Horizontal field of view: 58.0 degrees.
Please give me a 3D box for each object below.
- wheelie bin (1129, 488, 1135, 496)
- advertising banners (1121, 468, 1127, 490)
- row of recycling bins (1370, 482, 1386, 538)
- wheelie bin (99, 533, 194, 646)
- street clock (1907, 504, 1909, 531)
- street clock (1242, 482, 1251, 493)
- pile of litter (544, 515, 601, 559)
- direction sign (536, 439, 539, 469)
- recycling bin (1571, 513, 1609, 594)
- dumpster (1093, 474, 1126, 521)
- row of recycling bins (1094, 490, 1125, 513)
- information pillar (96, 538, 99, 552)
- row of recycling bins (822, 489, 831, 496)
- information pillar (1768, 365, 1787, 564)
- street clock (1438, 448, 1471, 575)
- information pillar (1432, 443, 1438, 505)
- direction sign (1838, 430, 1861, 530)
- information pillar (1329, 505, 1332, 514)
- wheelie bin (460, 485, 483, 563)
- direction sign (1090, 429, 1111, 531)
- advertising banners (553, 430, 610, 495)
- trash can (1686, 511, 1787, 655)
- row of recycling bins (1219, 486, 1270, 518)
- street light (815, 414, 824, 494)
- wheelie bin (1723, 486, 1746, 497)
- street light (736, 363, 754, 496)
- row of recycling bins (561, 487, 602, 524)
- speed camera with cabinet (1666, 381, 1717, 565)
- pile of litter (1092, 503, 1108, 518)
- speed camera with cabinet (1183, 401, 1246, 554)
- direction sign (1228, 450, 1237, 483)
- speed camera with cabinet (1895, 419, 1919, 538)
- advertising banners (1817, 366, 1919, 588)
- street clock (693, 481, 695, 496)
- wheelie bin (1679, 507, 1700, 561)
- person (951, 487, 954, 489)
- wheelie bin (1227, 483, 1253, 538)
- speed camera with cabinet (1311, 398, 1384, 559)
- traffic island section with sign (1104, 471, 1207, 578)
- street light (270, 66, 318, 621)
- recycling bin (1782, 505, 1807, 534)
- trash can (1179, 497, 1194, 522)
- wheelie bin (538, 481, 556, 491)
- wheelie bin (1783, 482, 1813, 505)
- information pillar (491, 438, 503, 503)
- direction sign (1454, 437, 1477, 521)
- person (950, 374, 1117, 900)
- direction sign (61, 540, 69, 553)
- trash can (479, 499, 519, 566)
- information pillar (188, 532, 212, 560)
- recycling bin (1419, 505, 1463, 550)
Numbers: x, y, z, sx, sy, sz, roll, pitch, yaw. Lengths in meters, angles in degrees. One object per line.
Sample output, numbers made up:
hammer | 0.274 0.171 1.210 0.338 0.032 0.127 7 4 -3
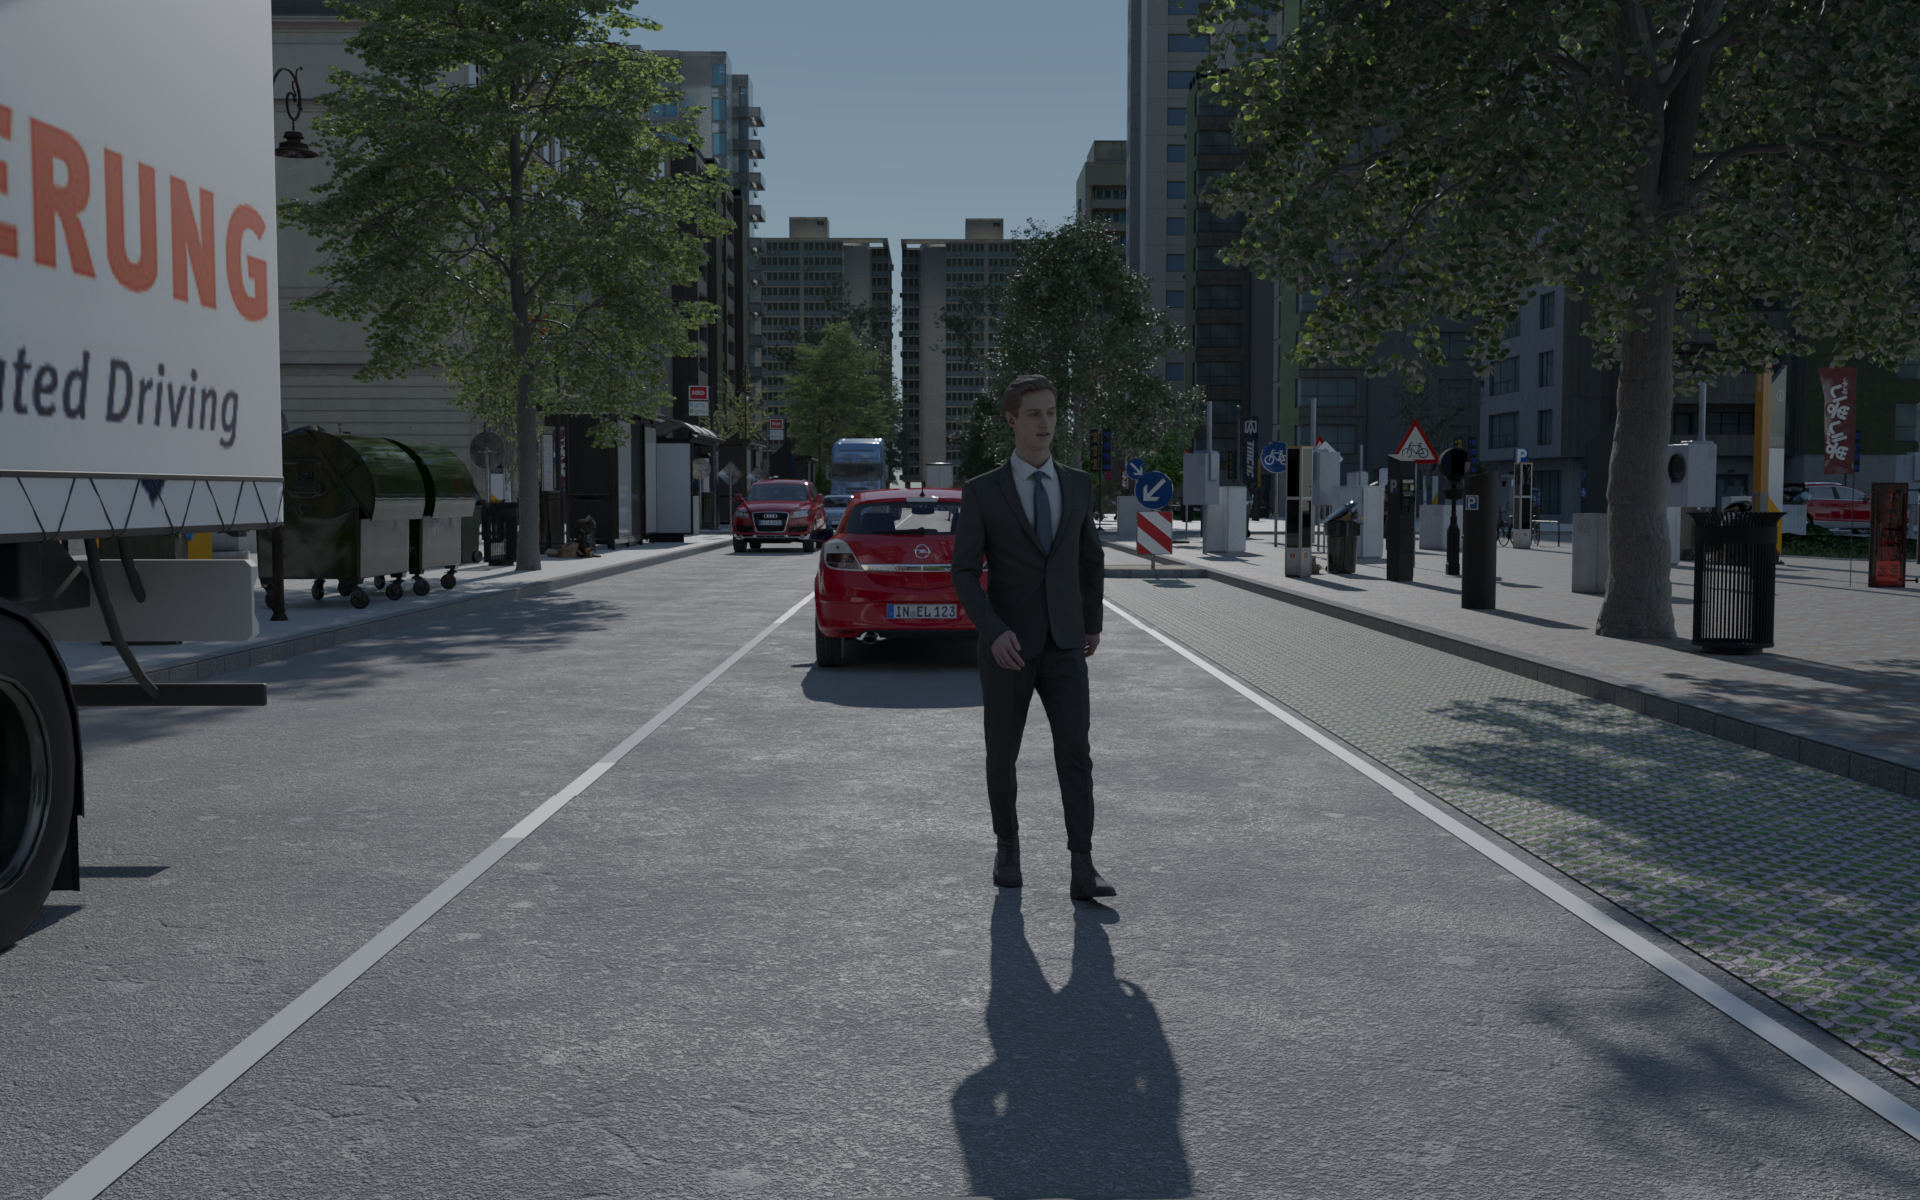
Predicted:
wheelie bin | 9.264 -5.167 92.388 0.980 1.594 0.693 2 4 34
advertising banners | 10.094 -7.207 114.029 2.074 3.025 0.090 -1 4 -10
row of recycling bins | 12.846 -2.772 52.439 1.069 1.692 3.534 1 4 12
wheelie bin | -7.027 -0.425 14.863 0.980 1.594 0.693 -1 4 -14
street clock | 33.161 -3.425 60.567 0.471 2.002 0.358 -1 4 -15
street clock | 13.382 -4.666 80.857 0.358 2.002 0.471 -1 4 -18
pile of litter | -7.858 -1.299 35.198 1.176 0.858 1.719 0 4 -3
direction sign | -17.644 -4.905 72.197 0.379 3.537 0.876 -1 4 -22
recycling bin | 8.443 -0.609 22.516 0.722 1.027 0.722 3 5 44
dumpster | 7.155 -4.959 83.578 1.502 2.255 1.985 0 4 -1
row of recycling bins | 9.613 -6.684 116.396 3.534 1.692 1.069 -2 4 -31
information pillar | -17.218 -2.653 34.730 0.183 3.616 0.504 2 4 24
row of recycling bins | -9.446 -6.807 118.409 3.534 1.692 1.069 3 5 45
information pillar | 14.805 -2.455 31.501 0.504 3.616 0.183 -2 4 -29
street clock | 7.807 -1.395 27.384 0.471 2.002 0.358 0 4 3
information pillar | 21.873 -5.406 79.736 0.183 3.616 0.504 0 4 -6
direction sign | 31.539 -4.262 61.684 0.876 3.537 0.379 1 4 13
information pillar | 14.378 -3.799 66.598 0.304 2.012 0.304 1 4 19
wheelie bin | -9.321 -1.489 32.255 0.980 1.594 0.693 2 4 28
direction sign | 4.879 -4.178 60.312 0.876 3.537 0.379 3 5 41
advertising banners | -10.104 -3.096 46.807 2.074 3.025 0.090 1 4 21
trash can | 6.244 -0.141 13.967 0.748 1.137 0.748 0 3 0
row of recycling bins | 15.065 -5.285 93.524 3.534 1.692 1.069 -1 4 -22
street light | -8.116 -7.796 100.246 0.468 5.910 1.993 0 4 -1
wheelie bin | 30.018 -3.620 67.097 0.693 1.594 0.980 -2 4 -33
street light | -7.549 -5.397 61.031 0.468 5.910 1.993 0 4 -1
row of recycling bins | -16.793 -4.201 75.798 3.534 1.692 1.069 -1 4 -21
speed camera with cabinet | 12.681 -2.241 30.971 0.660 3.252 2.038 -1 4 -8
pile of litter | 7.454 -4.915 94.329 1.176 0.858 1.719 0 4 4
speed camera with cabinet | 5.555 -2.652 37.695 0.660 3.252 2.038 2 4 34
direction sign | 14.214 -6.003 90.149 0.876 3.537 0.379 -3 5 -43
speed camera with cabinet | 21.928 -2.696 38.413 2.038 3.252 0.660 0 4 5
advertising banners | 12.736 -1.680 23.656 2.074 3.025 0.090 0 4 4
street clock | -14.711 -5.576 95.733 0.358 2.002 0.471 -1 4 -17
wheelie bin | 14.001 -1.571 33.586 0.693 1.594 0.980 2 4 34
person | -0.416 -5.126 92.411 0.767 1.812 0.694 2 4 28
wheelie bin | 8.134 -2.641 51.095 0.980 1.594 0.693 -1 4 -22
speed camera with cabinet | 7.774 -2.506 35.304 0.660 3.252 2.038 -2 4 -27
traffic island section with sign | 3.189 -1.324 30.283 1.989 1.847 2.006 0 4 -1
street light | -6.909 -2.728 17.397 0.468 5.910 1.993 0 4 -1
recycling bin | 19.398 -1.728 40.809 0.722 1.027 0.722 -1 4 -13
trash can | 10.391 -4.135 79.257 0.748 1.137 0.748 0 3 0
wheelie bin | -10.442 -2.170 43.385 0.693 1.594 0.980 0 4 1
wheelie bin | 21.803 -2.293 45.393 0.980 1.594 0.693 2 4 26
information pillar | -18.894 -4.855 70.733 0.504 3.616 0.183 0 4 -5
direction sign | 19.943 -4.677 68.464 0.876 3.537 0.379 1 4 8
person | 0.303 0.128 6.187 0.659 1.850 0.755 -1 4 -16
direction sign | -9.674 -1.630 18.655 0.876 3.537 0.379 -1 4 -11
trash can | -8.248 -1.189 31.099 0.748 1.137 0.748 0 3 0
information pillar | -7.500 -1.557 16.806 0.183 3.616 0.504 2 4 28
recycling bin | 11.138 -1.685 40.111 0.722 1.027 0.722 -2 4 -35
